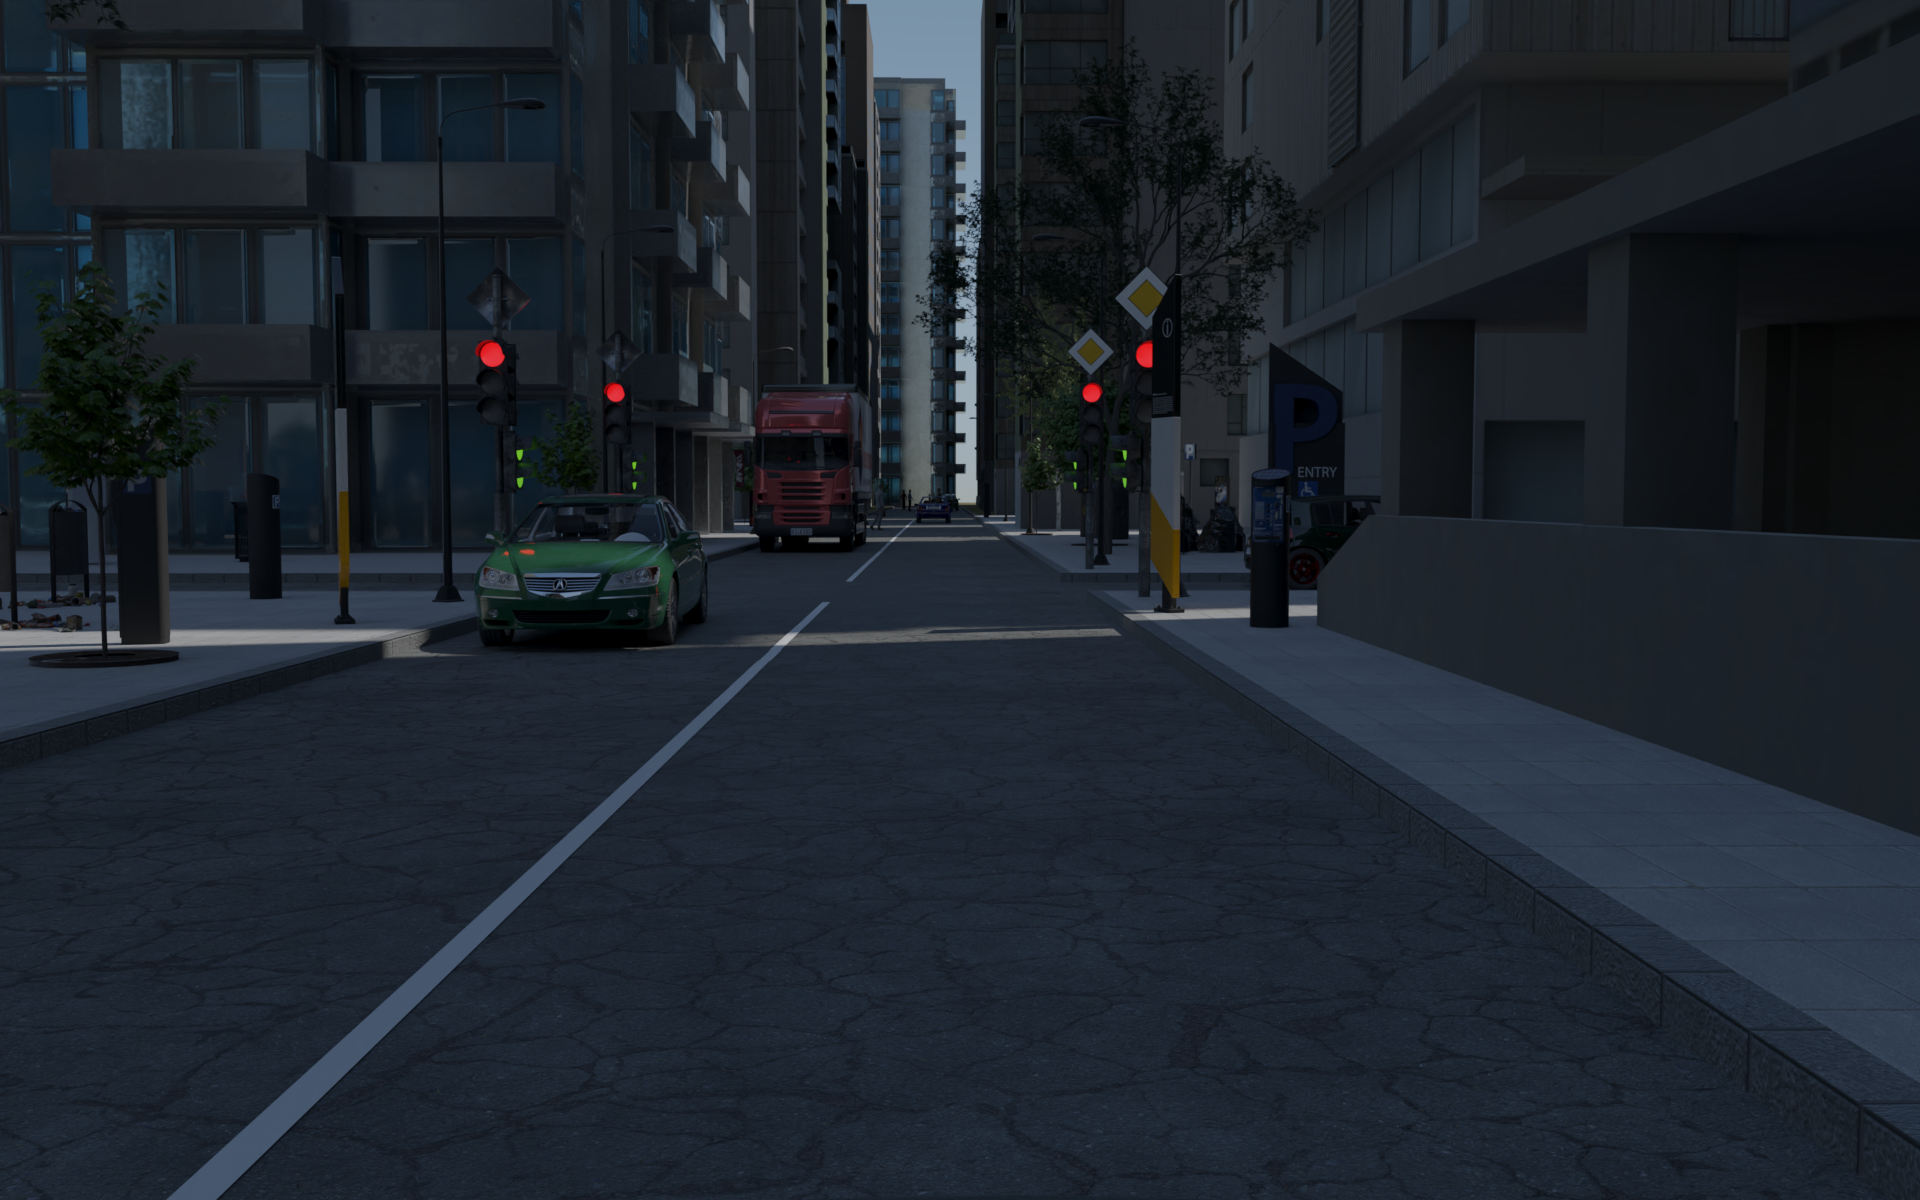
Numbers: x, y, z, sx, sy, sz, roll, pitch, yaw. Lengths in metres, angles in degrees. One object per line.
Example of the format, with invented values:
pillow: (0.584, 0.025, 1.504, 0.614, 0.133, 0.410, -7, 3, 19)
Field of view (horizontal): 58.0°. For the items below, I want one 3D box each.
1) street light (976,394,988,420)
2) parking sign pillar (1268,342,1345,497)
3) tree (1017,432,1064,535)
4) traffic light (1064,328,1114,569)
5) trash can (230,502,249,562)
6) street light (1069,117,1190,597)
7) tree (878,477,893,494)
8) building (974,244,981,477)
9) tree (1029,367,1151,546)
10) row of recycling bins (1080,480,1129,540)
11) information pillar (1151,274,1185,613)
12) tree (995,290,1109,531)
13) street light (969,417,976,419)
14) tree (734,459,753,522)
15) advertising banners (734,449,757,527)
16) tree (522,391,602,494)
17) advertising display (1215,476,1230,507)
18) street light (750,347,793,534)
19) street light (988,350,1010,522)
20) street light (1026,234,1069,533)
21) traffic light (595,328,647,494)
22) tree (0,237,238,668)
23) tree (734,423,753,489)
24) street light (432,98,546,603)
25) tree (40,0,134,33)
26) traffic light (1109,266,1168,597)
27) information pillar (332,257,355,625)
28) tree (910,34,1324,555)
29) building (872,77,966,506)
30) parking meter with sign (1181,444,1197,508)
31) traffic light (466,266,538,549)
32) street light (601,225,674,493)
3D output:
street light: (1.596, -6.584, 80.187, 1.470, 5.913, 1.316, 0, 4, -1)
parking sign pillar: (6.149, -2.586, 30.760, 1.447, 3.967, 1.447, 0, 4, 2)
tree: (2.364, -3.636, 54.049, 1.663, 3.219, 1.824, 0, 3, 0)
traffic light: (2.197, -2.482, 29.494, 0.839, 4.253, 0.868, 0, 4, -1)
trash can: (-13.410, -1.293, 32.788, 0.748, 1.137, 0.748, 0, 3, 0)
street light: (2.160, -2.994, 21.495, 1.470, 5.913, 1.316, 0, 4, -1)
tree: (-8.141, -11.469, 182.112, 1.663, 3.219, 1.824, 0, 3, 0)
building: (8.816, -25.935, 195.740, 14.107, 30.474, 14.160, 0, 4, -1)
tree: (3.415, -3.637, 43.184, 4.285, 4.588, 4.351, 0, 3, 0)
row of recycling bins: (4.226, -2.645, 50.364, 1.069, 1.692, 3.534, 0, 4, -6)
information pillar: (2.236, -1.677, 18.768, 0.183, 3.616, 0.504, -2, 4, -24)
tree: (3.344, -6.690, 59.739, 4.737, 8.622, 4.395, 0, 3, 0)
street light: (1.256, -8.079, 104.635, 1.470, 5.913, 1.316, 0, 4, -1)
tree: (-9.929, -5.208, 79.750, 1.663, 3.219, 1.824, 0, 3, 0)
advertising banners: (-8.103, -4.415, 68.378, 2.074, 3.025, 0.090, -3, 5, -44)
tree: (-7.224, -2.337, 32.816, 1.663, 3.219, 1.824, 0, 3, 0)
advertising display: (9.363, -3.465, 61.874, 0.123, 1.923, 0.974, -1, 4, -18)
street light: (-5.986, -5.041, 54.953, 1.470, 5.913, 1.316, 0, 4, -1)
street light: (1.731, -5.093, 55.819, 1.470, 5.913, 1.316, 0, 4, -1)
street light: (1.998, -3.581, 31.085, 1.470, 5.913, 1.316, 0, 4, -1)
traffic light: (-5.763, -2.475, 29.394, 0.839, 4.253, 0.868, 0, 4, -1)
tree: (-6.581, -1.127, 13.022, 1.663, 3.219, 1.824, 0, 3, 0)
tree: (-7.955, -5.378, 71.641, 4.285, 4.588, 4.351, 0, 3, 0)
street light: (-5.562, -2.932, 20.472, 1.470, 5.913, 1.316, 0, 4, -1)
tree: (-6.600, -4.455, 7.247, 8.767, 10.594, 7.601, 0, 3, 0)
traffic light: (2.282, -1.993, 21.509, 0.839, 4.253, 0.868, 0, 4, -1)
information pillar: (-6.078, -1.569, 17.011, 0.183, 3.616, 0.504, -1, 4, -22)
tree: (3.061, -6.225, 36.193, 8.767, 10.594, 7.601, 0, 4, 3)
building: (-14.607, -35.436, 198.992, 30.456, 49.044, 23.786, 0, 4, -1)
parking meter with sign: (7.276, -3.871, 59.558, 1.738, 3.016, 0.543, -2, 4, -32)
traffic light: (-5.679, -1.987, 21.409, 0.839, 4.253, 0.868, 0, 4, -1)
street light: (-5.640, -3.519, 30.081, 1.470, 5.913, 1.316, 0, 4, -1)
